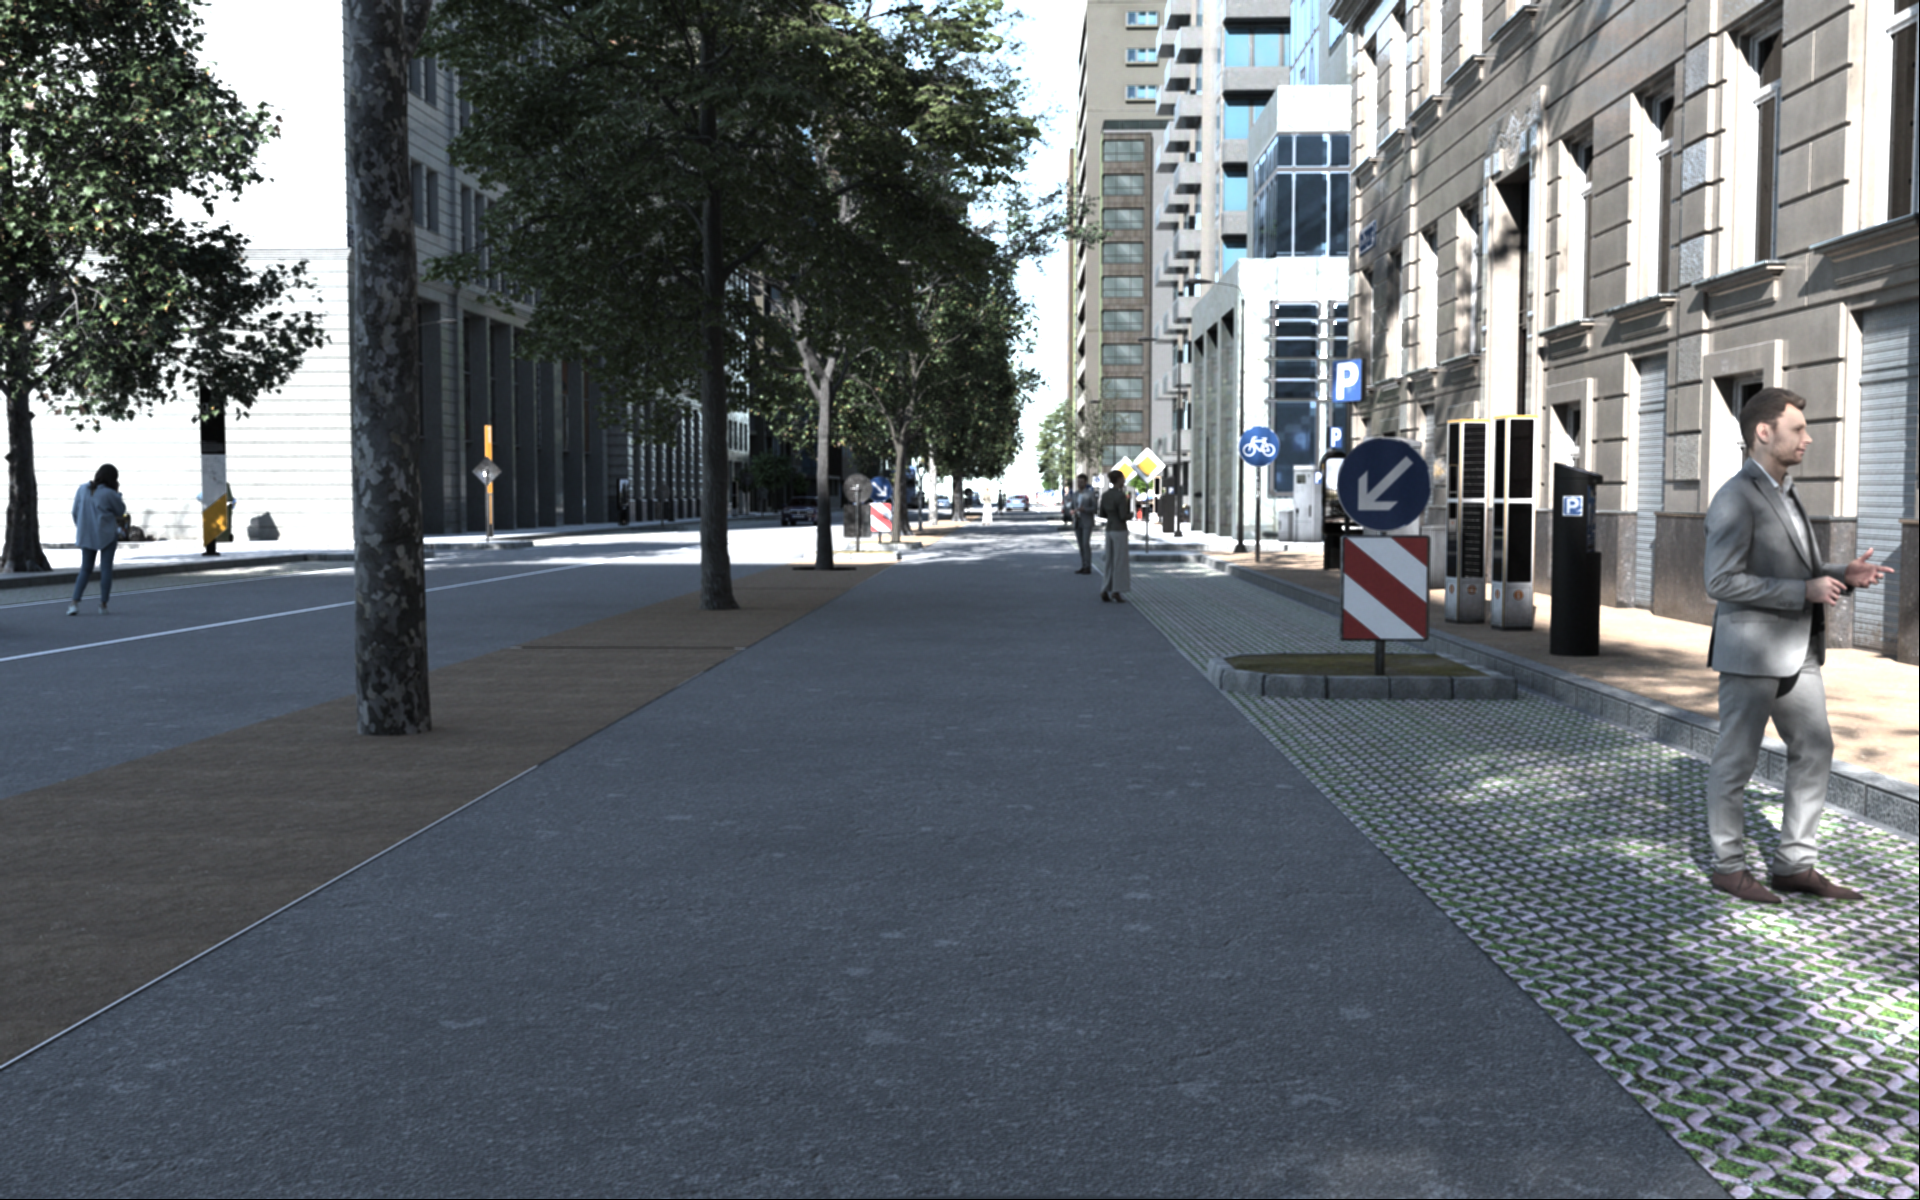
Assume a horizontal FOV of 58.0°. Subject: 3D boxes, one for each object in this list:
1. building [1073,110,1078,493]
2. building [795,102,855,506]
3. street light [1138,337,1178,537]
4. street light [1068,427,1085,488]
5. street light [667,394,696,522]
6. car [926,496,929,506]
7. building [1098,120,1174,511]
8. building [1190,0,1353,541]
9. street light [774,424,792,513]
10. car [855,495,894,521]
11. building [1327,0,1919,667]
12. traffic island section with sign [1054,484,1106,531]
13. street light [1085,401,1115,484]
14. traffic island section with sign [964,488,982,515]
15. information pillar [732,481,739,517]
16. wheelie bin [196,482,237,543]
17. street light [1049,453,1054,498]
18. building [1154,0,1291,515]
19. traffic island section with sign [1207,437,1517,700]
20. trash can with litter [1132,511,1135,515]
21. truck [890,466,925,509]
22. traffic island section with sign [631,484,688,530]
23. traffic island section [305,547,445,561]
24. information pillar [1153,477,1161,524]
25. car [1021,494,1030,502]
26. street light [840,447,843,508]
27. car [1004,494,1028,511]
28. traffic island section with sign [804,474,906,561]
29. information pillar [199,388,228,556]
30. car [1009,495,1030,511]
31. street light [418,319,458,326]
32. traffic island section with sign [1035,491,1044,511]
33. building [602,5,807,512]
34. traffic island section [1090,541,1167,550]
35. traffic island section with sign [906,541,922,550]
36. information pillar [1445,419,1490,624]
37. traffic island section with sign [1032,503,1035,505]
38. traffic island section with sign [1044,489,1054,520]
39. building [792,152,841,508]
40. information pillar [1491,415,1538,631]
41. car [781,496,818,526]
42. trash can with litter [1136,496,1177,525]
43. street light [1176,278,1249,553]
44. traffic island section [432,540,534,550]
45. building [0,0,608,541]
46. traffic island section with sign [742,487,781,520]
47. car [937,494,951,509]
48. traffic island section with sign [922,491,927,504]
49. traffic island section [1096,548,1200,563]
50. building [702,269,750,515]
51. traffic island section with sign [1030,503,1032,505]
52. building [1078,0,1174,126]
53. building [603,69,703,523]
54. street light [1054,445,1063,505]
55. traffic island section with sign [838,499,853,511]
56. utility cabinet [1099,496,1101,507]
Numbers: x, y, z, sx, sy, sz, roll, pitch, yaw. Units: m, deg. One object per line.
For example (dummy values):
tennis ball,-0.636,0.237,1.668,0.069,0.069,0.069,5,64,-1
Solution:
building,19.287,-30.821,187.518,14.154,41.232,14.086,0,4,2
building,-18.688,-32.550,182.300,14.600,45.320,14.200,0,4,2
street light,5.958,-4.823,51.389,1.470,5.913,1.316,0,4,2
street light,8.384,-9.053,120.552,1.470,5.913,1.316,0,4,2
street light,-12.936,-6.612,80.653,1.470,5.913,1.316,0,4,2
car,-3.189,-12.358,212.272,2.015,1.641,3.980,0,4,2
building,17.927,-22.329,136.776,14.160,30.474,14.107,0,4,2
building,23.492,-45.448,55.747,31.000,86.520,22.319,0,4,2
street light,-11.717,-8.716,115.050,1.470,5.913,1.316,0,4,2
car,-3.443,-3.695,72.420,2.014,1.417,4.499,0,4,2
building,13.136,-13.798,22.856,12.463,27.353,25.104,0,4,2
traffic island section with sign,4.802,-3.619,67.798,1.989,1.847,2.006,0,4,2
street light,7.139,-6.949,86.156,1.470,5.913,1.316,0,4,2
traffic island section with sign,0.551,-6.878,120.589,2.006,1.907,1.989,0,4,2
information pillar,-12.664,-5.690,97.525,0.304,2.012,0.304,1,4,9
wheelie bin,-19.699,-2.320,45.841,0.980,1.594,0.693,-3,5,-41
street light,11.524,-14.607,211.362,1.470,5.913,1.316,0,4,2
building,22.833,-29.251,97.860,23.786,49.044,30.456,0,4,2
traffic island section with sign,2.899,-0.265,12.954,1.989,1.847,2.006,0,4,2
trash can with litter,9.968,-5.584,102.690,0.624,1.170,1.055,-3,4,-36
truck,-5.096,-11.064,170.647,2.967,4.110,18.799,0,4,2
traffic island section with sign,-11.851,-3.671,68.653,1.989,1.847,2.006,0,4,2
traffic island section,-12.901,-0.975,38.226,2.009,0.180,2.903,0,4,2
information pillar,8.449,-4.266,74.246,0.304,2.012,0.304,0,4,5
car,8.043,-13.137,223.823,2.155,1.783,4.494,0,4,1
street light,-10.195,-11.291,157.149,1.470,5.913,1.316,0,4,2
car,4.714,-8.123,144.819,2.014,1.417,4.499,0,4,3
traffic island section with sign,-2.315,-1.832,38.093,2.006,1.907,1.989,0,4,2
information pillar,-15.520,-2.730,35.987,0.504,3.616,0.183,-1,4,-18
car,5.059,-8.359,149.250,1.945,1.354,3.894,0,4,1
street light,-14.021,-4.502,46.150,1.470,5.913,1.316,0,4,2
traffic island section with sign,7.477,-8.335,144.911,1.989,1.847,2.006,0,4,2
building,-24.084,-29.459,136.274,22.147,44.769,28.867,0,4,2
traffic island section,4.357,-1.427,45.613,2.009,0.180,2.903,0,4,2
traffic island section with sign,-2.048,-2.285,45.496,2.006,1.907,1.989,0,4,2
information pillar,5.037,-0.779,17.222,0.304,2.012,0.304,-1,4,-10
traffic island section with sign,8.429,-10.005,172.210,1.989,1.847,2.006,0,4,2
traffic island section with sign,5.742,-5.269,94.784,1.989,1.847,2.006,0,4,2
building,-27.987,-28.832,163.286,32.217,40.220,23.993,0,4,2
information pillar,5.220,-0.724,16.330,0.304,2.012,0.304,0,4,-5
car,-7.135,-4.091,79.466,1.945,1.354,3.894,0,4,3
trash can with litter,8.184,-3.698,71.514,1.678,1.210,2.233,0,4,1
street light,5.551,-3.970,37.455,1.470,5.913,1.316,0,4,2
traffic island section,-12.624,-1.463,46.206,2.009,0.180,2.903,0,4,2
building,-21.484,-17.365,61.405,11.434,29.767,29.804,0,4,2
traffic island section with sign,-10.915,-5.319,95.592,1.989,1.847,2.006,0,4,2
car,-1.819,-9.473,166.892,2.014,1.417,4.499,0,3,0
traffic island section with sign,-5.368,-15.082,255.214,1.989,1.847,2.006,0,4,2
traffic island section,4.080,-0.939,37.633,2.009,0.180,2.903,0,4,2
building,-19.272,-15.296,104.835,10.420,20.320,16.860,0,4,2
traffic island section with sign,10.358,-13.404,227.783,1.989,1.847,2.006,0,4,2
building,21.499,-32.471,154.598,21.300,48.544,21.600,0,4,2
building,-19.276,-15.748,86.362,11.050,23.489,19.941,0,4,2
street light,9.837,-11.607,162.309,1.470,5.913,1.316,0,4,2
traffic island section with sign,-9.171,-8.388,145.771,1.989,1.847,2.006,0,4,2
utility cabinet,7.828,-5.128,95.000,0.306,1.237,1.020,1,4,11
